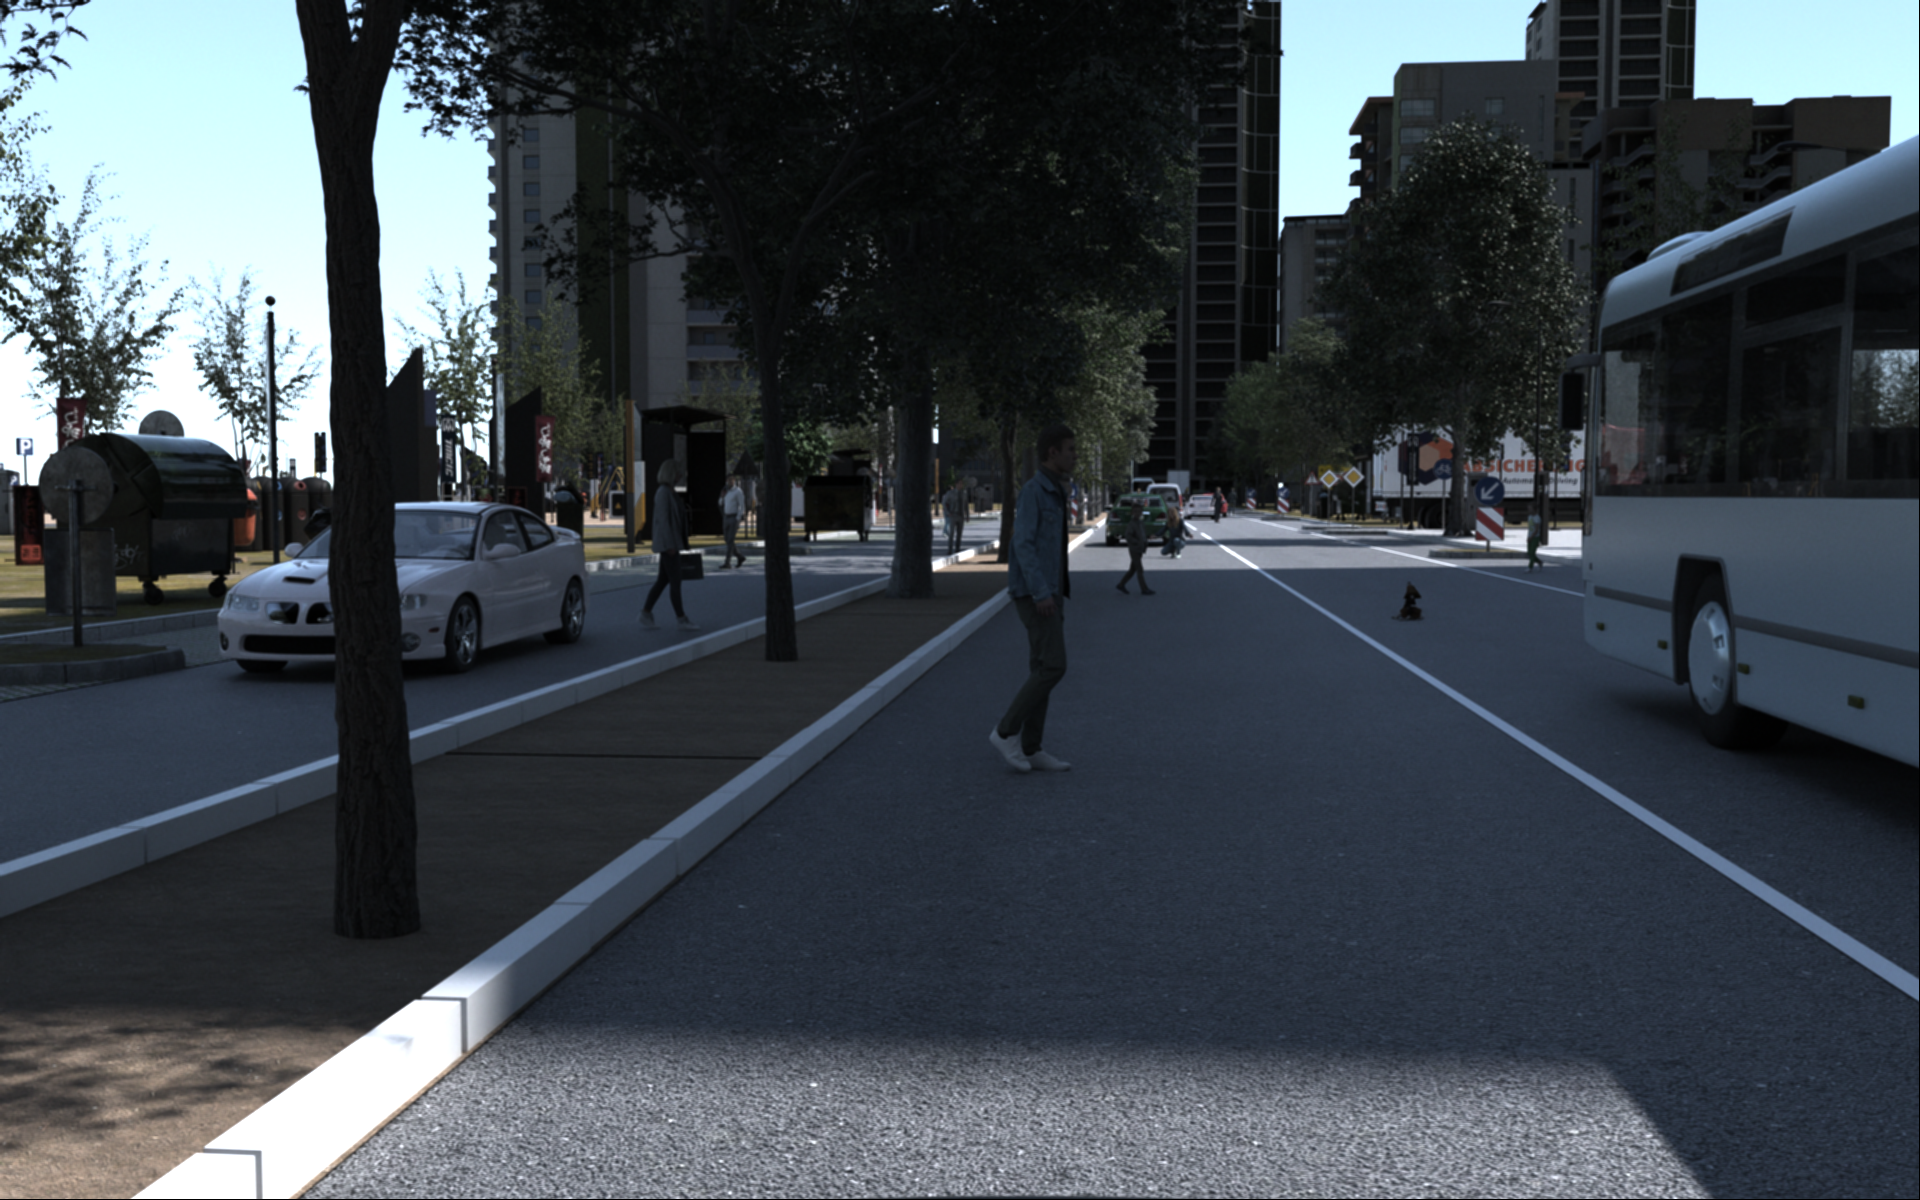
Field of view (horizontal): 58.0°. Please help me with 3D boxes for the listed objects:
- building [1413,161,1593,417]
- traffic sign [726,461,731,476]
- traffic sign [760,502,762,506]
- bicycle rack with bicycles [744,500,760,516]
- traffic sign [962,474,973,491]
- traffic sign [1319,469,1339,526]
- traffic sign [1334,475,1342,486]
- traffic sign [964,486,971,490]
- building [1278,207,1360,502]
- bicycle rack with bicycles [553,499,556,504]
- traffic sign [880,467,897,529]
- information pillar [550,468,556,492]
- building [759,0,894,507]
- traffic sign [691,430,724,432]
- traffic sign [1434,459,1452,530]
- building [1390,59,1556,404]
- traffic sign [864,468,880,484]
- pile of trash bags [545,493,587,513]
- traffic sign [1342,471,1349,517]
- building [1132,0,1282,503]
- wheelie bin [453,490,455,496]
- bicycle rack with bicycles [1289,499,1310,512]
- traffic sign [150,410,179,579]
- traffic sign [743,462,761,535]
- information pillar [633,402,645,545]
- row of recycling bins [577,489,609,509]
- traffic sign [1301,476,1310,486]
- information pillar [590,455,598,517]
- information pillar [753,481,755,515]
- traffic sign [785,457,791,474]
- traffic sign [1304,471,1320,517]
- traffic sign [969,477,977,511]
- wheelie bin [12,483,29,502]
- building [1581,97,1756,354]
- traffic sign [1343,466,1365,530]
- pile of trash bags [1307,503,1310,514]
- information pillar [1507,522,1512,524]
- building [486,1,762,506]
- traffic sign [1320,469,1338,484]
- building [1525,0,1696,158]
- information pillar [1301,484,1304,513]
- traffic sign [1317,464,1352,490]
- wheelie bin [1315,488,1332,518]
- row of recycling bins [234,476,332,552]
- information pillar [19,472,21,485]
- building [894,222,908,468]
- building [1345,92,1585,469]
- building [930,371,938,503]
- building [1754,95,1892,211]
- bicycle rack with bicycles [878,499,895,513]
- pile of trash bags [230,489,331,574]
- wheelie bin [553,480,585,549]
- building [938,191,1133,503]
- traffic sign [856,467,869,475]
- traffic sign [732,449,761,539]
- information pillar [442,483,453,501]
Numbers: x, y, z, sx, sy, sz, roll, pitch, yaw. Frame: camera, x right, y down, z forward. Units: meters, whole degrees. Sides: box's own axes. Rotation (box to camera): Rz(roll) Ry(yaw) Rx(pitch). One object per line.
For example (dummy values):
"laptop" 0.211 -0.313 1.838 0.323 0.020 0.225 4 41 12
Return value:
"building" 46.995 -23.350 153.466 14.160 30.474 14.107 0 4 6
"traffic sign" -8.769 -3.873 63.437 0.768 2.556 0.104 1 4 11
"traffic sign" -8.306 -4.408 72.180 0.768 2.556 0.104 1 4 12
"bicycle rack with bicycles" -12.836 -5.304 100.101 2.925 0.926 2.852 -1 4 -15
"traffic sign" 0.421 -6.844 111.906 0.884 2.594 0.081 0 4 7
"traffic sign" 14.839 -4.039 69.675 0.795 2.450 0.064 0 4 6
"traffic sign" 25.141 -7.059 115.526 0.768 2.556 0.104 0 4 7
"traffic sign" 0.358 -7.691 125.754 0.884 2.594 0.081 1 4 15
"building" 52.728 -34.413 246.238 14.086 41.232 14.154 0 4 6
"bicycle rack with bicycles" -30.079 -7.055 128.724 2.925 0.926 2.852 1 4 20
"traffic sign" -2.539 -3.659 63.464 0.795 2.450 0.064 0 4 6
"information pillar" -32.684 -9.031 139.015 0.504 3.616 0.183 0 3 0
"building" -18.617 -37.911 161.844 21.231 58.520 28.212 0 4 6
"traffic sign" -8.595 -3.751 55.204 2.265 3.308 0.079 1 4 10
"traffic sign" 17.367 -3.795 62.147 0.768 2.556 0.104 0 4 7
"building" 48.515 -29.591 167.399 14.154 41.232 14.086 0 4 6
"traffic sign" -3.887 -4.544 75.487 0.795 2.450 0.064 1 4 12
"pile of trash bags" -27.028 -6.637 118.267 3.447 1.369 1.912 1 4 18
"traffic sign" 21.642 -5.895 96.483 0.768 2.556 0.104 1 4 16
"building" 35.433 -49.629 249.680 20.611 71.187 20.563 0 4 6
"wheelie bin" -41.722 -8.235 142.555 0.693 1.594 0.980 1 4 16
"bicycle rack with bicycles" 27.459 -7.711 139.456 2.925 0.926 2.852 0 4 -4
"traffic sign" -12.085 -1.596 26.206 0.768 2.556 0.104 1 4 9
"traffic sign" -6.538 -3.200 54.454 0.606 2.300 0.079 1 4 10
"information pillar" -8.146 -3.217 43.949 0.183 3.616 0.504 -2 4 -35
"row of recycling bins" -31.787 -8.725 149.769 3.534 1.692 1.069 1 4 17
"traffic sign" 23.802 -7.266 118.904 0.768 2.556 0.104 1 4 8
"information pillar" -20.370 -6.420 96.327 0.504 3.616 0.183 2 4 34
"information pillar" -12.941 -7.176 108.679 0.183 3.616 0.504 -1 4 -12
"traffic sign" -5.729 -3.338 54.675 0.768 2.556 0.104 0 4 8
"traffic sign" 19.379 -5.833 95.370 0.884 2.594 0.081 1 4 12
"traffic sign" 0.914 -7.907 129.386 0.768 2.556 0.104 0 4 7
"wheelie bin" -26.933 -2.573 49.976 0.693 1.594 0.980 -3 4 -36
"building" 77.961 -33.220 193.253 14.200 45.320 14.600 0 4 6
"traffic sign" 14.015 -3.553 61.732 0.795 2.450 0.064 0 4 6
"pile of trash bags" 22.772 -6.019 108.160 1.912 1.369 3.447 0 4 5
"information pillar" 23.908 -4.307 74.904 0.304 2.012 0.304 -1 4 -15
"building" -39.476 -40.410 202.700 28.212 58.520 21.231 0 4 6
"traffic sign" 19.169 -5.507 90.042 0.884 2.594 0.081 1 4 14
"building" 91.893 -49.310 244.473 20.611 71.187 20.563 0 4 6
"information pillar" 23.276 -6.892 117.177 0.304 2.012 0.304 3 5 42
"traffic sign" 25.071 -7.464 115.904 2.265 3.308 0.079 1 4 9
"wheelie bin" 19.300 -5.144 92.014 0.693 1.594 0.980 -1 4 -15
"row of recycling bins" -15.646 -1.990 39.650 1.069 1.692 3.534 1 4 13
"information pillar" -31.800 -3.293 58.328 0.304 2.012 0.304 -1 4 -23
"building" -15.053 -46.531 199.038 20.611 71.187 20.563 0 4 6
"building" 53.957 -32.639 188.279 22.147 44.769 28.867 0 4 6
"building" -16.080 -41.036 260.173 27.495 52.752 28.713 0 4 6
"building" 92.133 -33.159 192.256 14.200 45.320 14.600 0 4 6
"bicycle rack with bicycles" -5.514 -6.247 115.524 2.852 0.926 2.925 3 4 37
"pile of trash bags" -10.295 -1.124 28.124 3.447 1.369 1.912 0 4 -2
"wheelie bin" -8.523 -1.829 37.806 0.693 1.594 0.980 -1 4 -12
"building" 11.184 -43.479 252.881 28.212 58.520 21.231 0 4 6
"traffic sign" -4.591 -5.033 82.396 0.768 2.556 0.104 1 4 13
"traffic sign" -6.126 -3.033 49.596 0.884 2.594 0.081 1 4 13
"information pillar" -15.365 -2.903 51.949 0.304 2.012 0.304 -1 4 -21
